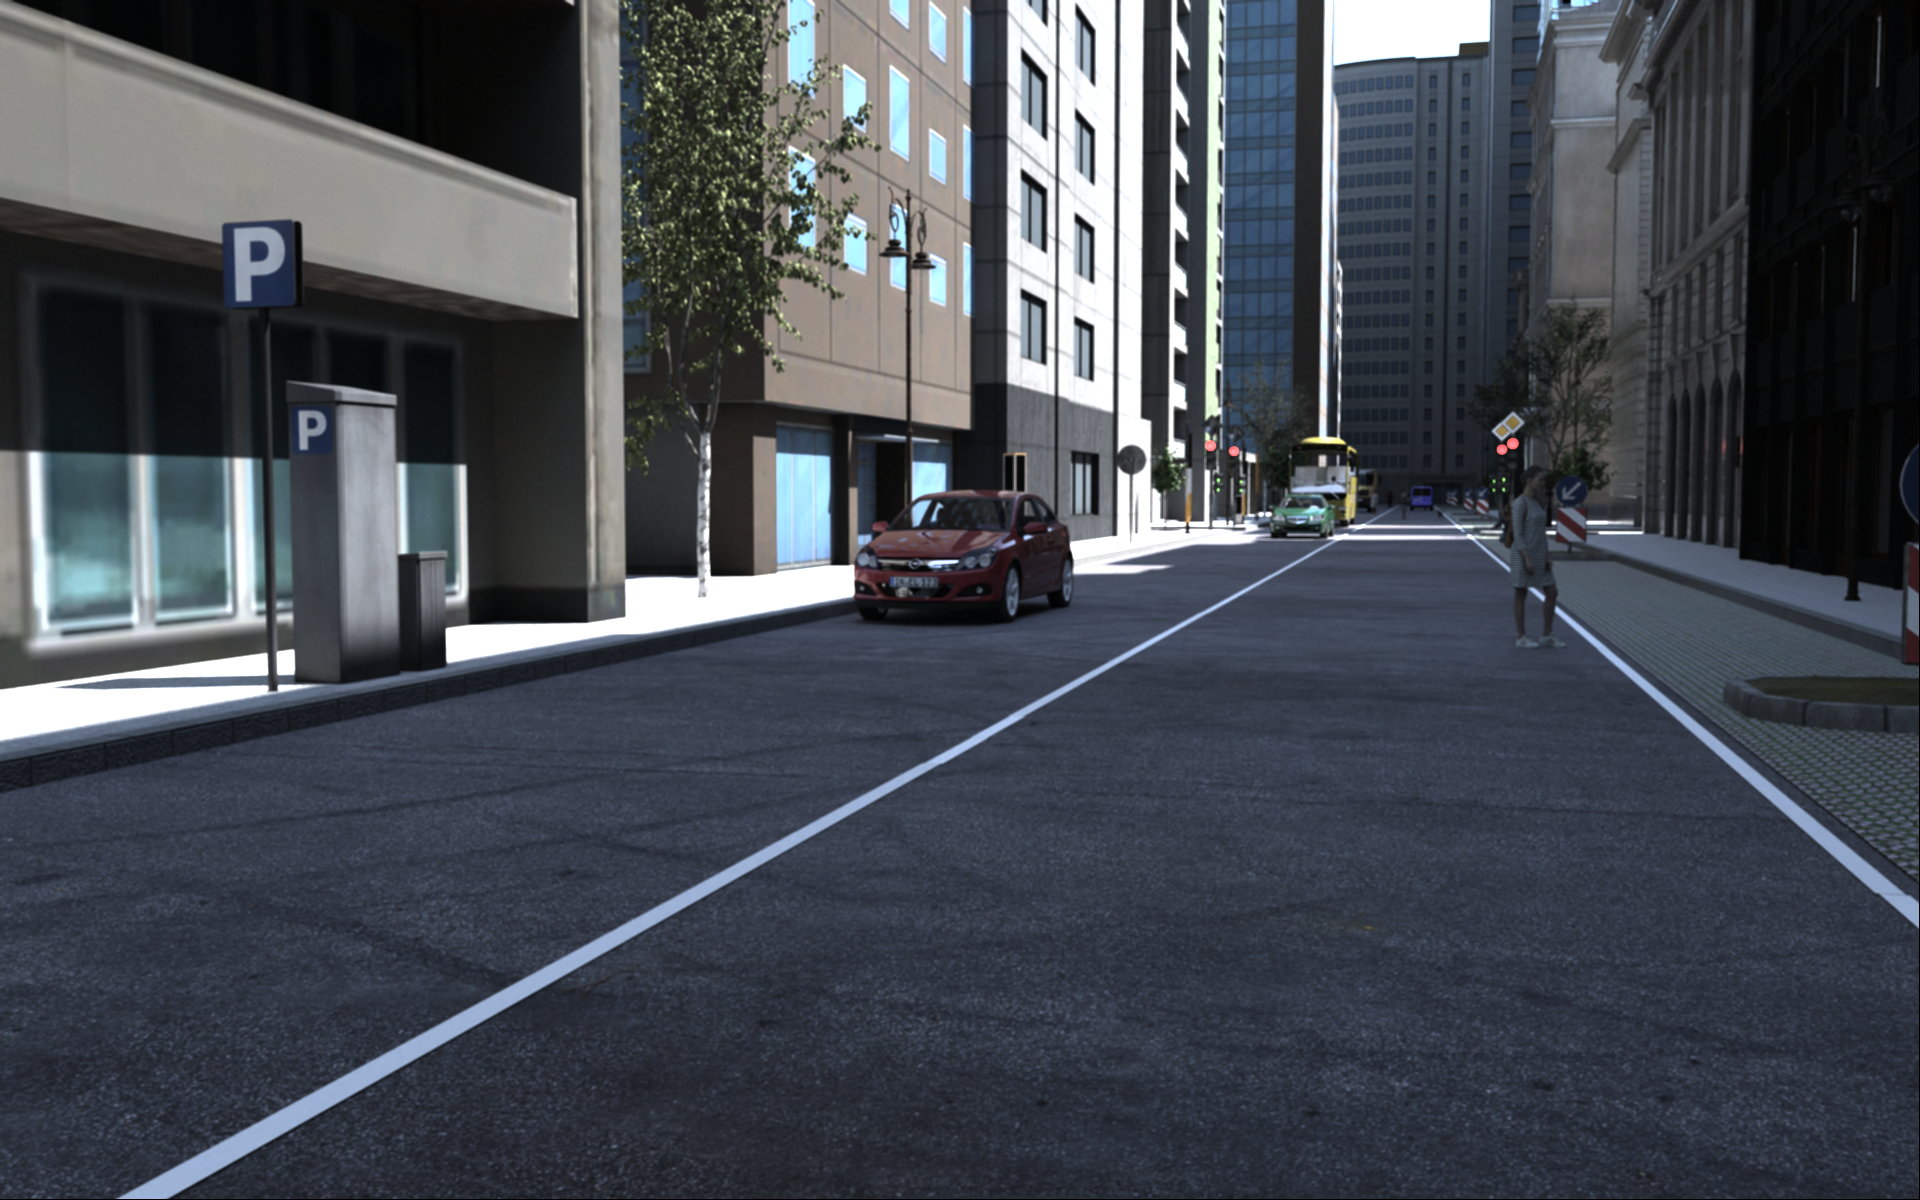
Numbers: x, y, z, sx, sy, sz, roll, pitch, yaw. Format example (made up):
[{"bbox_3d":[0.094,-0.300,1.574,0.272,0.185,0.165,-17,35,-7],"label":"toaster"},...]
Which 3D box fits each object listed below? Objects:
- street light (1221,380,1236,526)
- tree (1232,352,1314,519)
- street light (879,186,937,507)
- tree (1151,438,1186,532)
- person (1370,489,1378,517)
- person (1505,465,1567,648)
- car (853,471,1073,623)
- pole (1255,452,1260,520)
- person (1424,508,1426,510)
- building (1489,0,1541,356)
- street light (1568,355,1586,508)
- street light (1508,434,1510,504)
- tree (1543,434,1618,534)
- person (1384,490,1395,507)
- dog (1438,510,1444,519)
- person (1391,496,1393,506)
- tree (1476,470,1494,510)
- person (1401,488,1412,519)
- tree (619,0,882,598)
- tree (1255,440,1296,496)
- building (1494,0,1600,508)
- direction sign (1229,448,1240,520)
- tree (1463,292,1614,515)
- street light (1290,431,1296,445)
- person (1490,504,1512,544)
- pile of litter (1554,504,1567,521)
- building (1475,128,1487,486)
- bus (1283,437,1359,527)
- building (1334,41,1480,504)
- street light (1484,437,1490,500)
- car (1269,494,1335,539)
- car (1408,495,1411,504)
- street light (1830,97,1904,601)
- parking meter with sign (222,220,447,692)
[{"bbox_3d":[10.856,-5.952,70.099,0.468,5.910,1.993,1,4,15],"label":"street light"},{"bbox_3d":[16.167,-8.557,90.275,4.360,8.622,3.978,0,3,0],"label":"tree"},{"bbox_3d":[-0.781,-3.279,26.398,0.468,5.910,1.993,1,4,15],"label":"street light"},{"bbox_3d":[7.121,-3.973,59.565,1.663,3.219,1.824,0,3,0],"label":"tree"},{"bbox_3d":[25.402,-5.935,106.286,0.466,1.731,0.760,0,4,6],"label":"person"},{"bbox_3d":[5.323,-0.406,16.148,0.512,1.701,0.522,-3,5,-42],"label":"person"},{"bbox_3d":[0.119,-0.719,20.804,2.155,1.783,4.494,1,4,16],"label":"car"},{"bbox_3d":[14.543,-5.558,84.720,0.158,3.312,0.155,0,3,0],"label":"pole"},{"bbox_3d":[40.533,-8.539,151.339,0.697,1.427,0.421,3,4,36],"label":"person"},{"bbox_3d":[65.395,-38.987,179.439,21.231,58.520,28.212,1,4,15],"label":"building"},{"bbox_3d":[20.563,-5.202,57.839,0.468,5.910,1.993,1,4,15],"label":"street light"},{"bbox_3d":[32.063,-7.844,101.041,0.468,5.910,1.993,1,4,15],"label":"street light"},{"bbox_3d":[19.932,-3.729,55.572,1.663,3.219,1.824,0,3,0],"label":"tree"},{"bbox_3d":[46.030,-10.829,185.498,1.348,1.831,0.705,-1,4,-12],"label":"person"},{"bbox_3d":[27.605,-4.907,99.519,0.540,0.507,0.406,3,5,42],"label":"dog"},{"bbox_3d":[48.293,-11.163,194.275,1.065,1.426,0.557,-3,5,-40],"label":"person"},{"bbox_3d":[42.884,-8.961,141.115,1.663,3.219,1.824,0,3,0],"label":"tree"},{"bbox_3d":[25.312,-5.474,98.362,0.532,1.782,0.716,2,4,32],"label":"person"},{"bbox_3d":[-3.104,-4.341,21.343,4.737,8.622,4.395,0,3,0],"label":"tree"},{"bbox_3d":[18.850,-7.146,100.547,4.285,4.588,4.351,0,3,0],"label":"tree"},{"bbox_3d":[59.206,-51.180,149.463,22.319,86.520,31.000,1,4,15],"label":"building"},{"bbox_3d":[13.358,-5.660,84.536,0.876,3.537,0.379,-3,5,-42],"label":"direction sign"},{"bbox_3d":[27.772,-8.961,80.918,8.767,10.594,7.601,0,4,-7],"label":"tree"},{"bbox_3d":[20.548,-8.205,106.946,0.468,5.910,1.993,1,4,15],"label":"street light"},{"bbox_3d":[15.636,-2.148,49.113,1.012,1.151,0.738,2,4,29],"label":"person"},{"bbox_3d":[28.921,-4.189,82.449,1.176,0.858,1.719,1,4,14],"label":"pile of litter"},{"bbox_3d":[67.995,-33.728,201.555,14.600,45.320,14.200,1,4,15],"label":"building"},{"bbox_3d":[16.529,-5.306,78.292,2.896,3.916,12.252,1,4,15],"label":"bus"},{"bbox_3d":[58.631,-42.167,231.430,28.212,58.520,21.231,1,4,15],"label":"building"},{"bbox_3d":[41.911,-10.095,137.846,0.468,5.910,1.993,1,4,15],"label":"street light"},{"bbox_3d":[11.366,-2.785,57.333,2.131,1.459,4.920,1,4,16],"label":"car"},{"bbox_3d":[55.586,-12.306,213.208,2.014,1.417,4.499,1,4,17],"label":"car"},{"bbox_3d":[10.756,-2.930,20.693,0.468,5.910,1.993,1,4,15],"label":"street light"},{"bbox_3d":[-4.229,-0.961,11.967,0.543,3.016,1.738,1,4,17],"label":"parking meter with sign"}]
